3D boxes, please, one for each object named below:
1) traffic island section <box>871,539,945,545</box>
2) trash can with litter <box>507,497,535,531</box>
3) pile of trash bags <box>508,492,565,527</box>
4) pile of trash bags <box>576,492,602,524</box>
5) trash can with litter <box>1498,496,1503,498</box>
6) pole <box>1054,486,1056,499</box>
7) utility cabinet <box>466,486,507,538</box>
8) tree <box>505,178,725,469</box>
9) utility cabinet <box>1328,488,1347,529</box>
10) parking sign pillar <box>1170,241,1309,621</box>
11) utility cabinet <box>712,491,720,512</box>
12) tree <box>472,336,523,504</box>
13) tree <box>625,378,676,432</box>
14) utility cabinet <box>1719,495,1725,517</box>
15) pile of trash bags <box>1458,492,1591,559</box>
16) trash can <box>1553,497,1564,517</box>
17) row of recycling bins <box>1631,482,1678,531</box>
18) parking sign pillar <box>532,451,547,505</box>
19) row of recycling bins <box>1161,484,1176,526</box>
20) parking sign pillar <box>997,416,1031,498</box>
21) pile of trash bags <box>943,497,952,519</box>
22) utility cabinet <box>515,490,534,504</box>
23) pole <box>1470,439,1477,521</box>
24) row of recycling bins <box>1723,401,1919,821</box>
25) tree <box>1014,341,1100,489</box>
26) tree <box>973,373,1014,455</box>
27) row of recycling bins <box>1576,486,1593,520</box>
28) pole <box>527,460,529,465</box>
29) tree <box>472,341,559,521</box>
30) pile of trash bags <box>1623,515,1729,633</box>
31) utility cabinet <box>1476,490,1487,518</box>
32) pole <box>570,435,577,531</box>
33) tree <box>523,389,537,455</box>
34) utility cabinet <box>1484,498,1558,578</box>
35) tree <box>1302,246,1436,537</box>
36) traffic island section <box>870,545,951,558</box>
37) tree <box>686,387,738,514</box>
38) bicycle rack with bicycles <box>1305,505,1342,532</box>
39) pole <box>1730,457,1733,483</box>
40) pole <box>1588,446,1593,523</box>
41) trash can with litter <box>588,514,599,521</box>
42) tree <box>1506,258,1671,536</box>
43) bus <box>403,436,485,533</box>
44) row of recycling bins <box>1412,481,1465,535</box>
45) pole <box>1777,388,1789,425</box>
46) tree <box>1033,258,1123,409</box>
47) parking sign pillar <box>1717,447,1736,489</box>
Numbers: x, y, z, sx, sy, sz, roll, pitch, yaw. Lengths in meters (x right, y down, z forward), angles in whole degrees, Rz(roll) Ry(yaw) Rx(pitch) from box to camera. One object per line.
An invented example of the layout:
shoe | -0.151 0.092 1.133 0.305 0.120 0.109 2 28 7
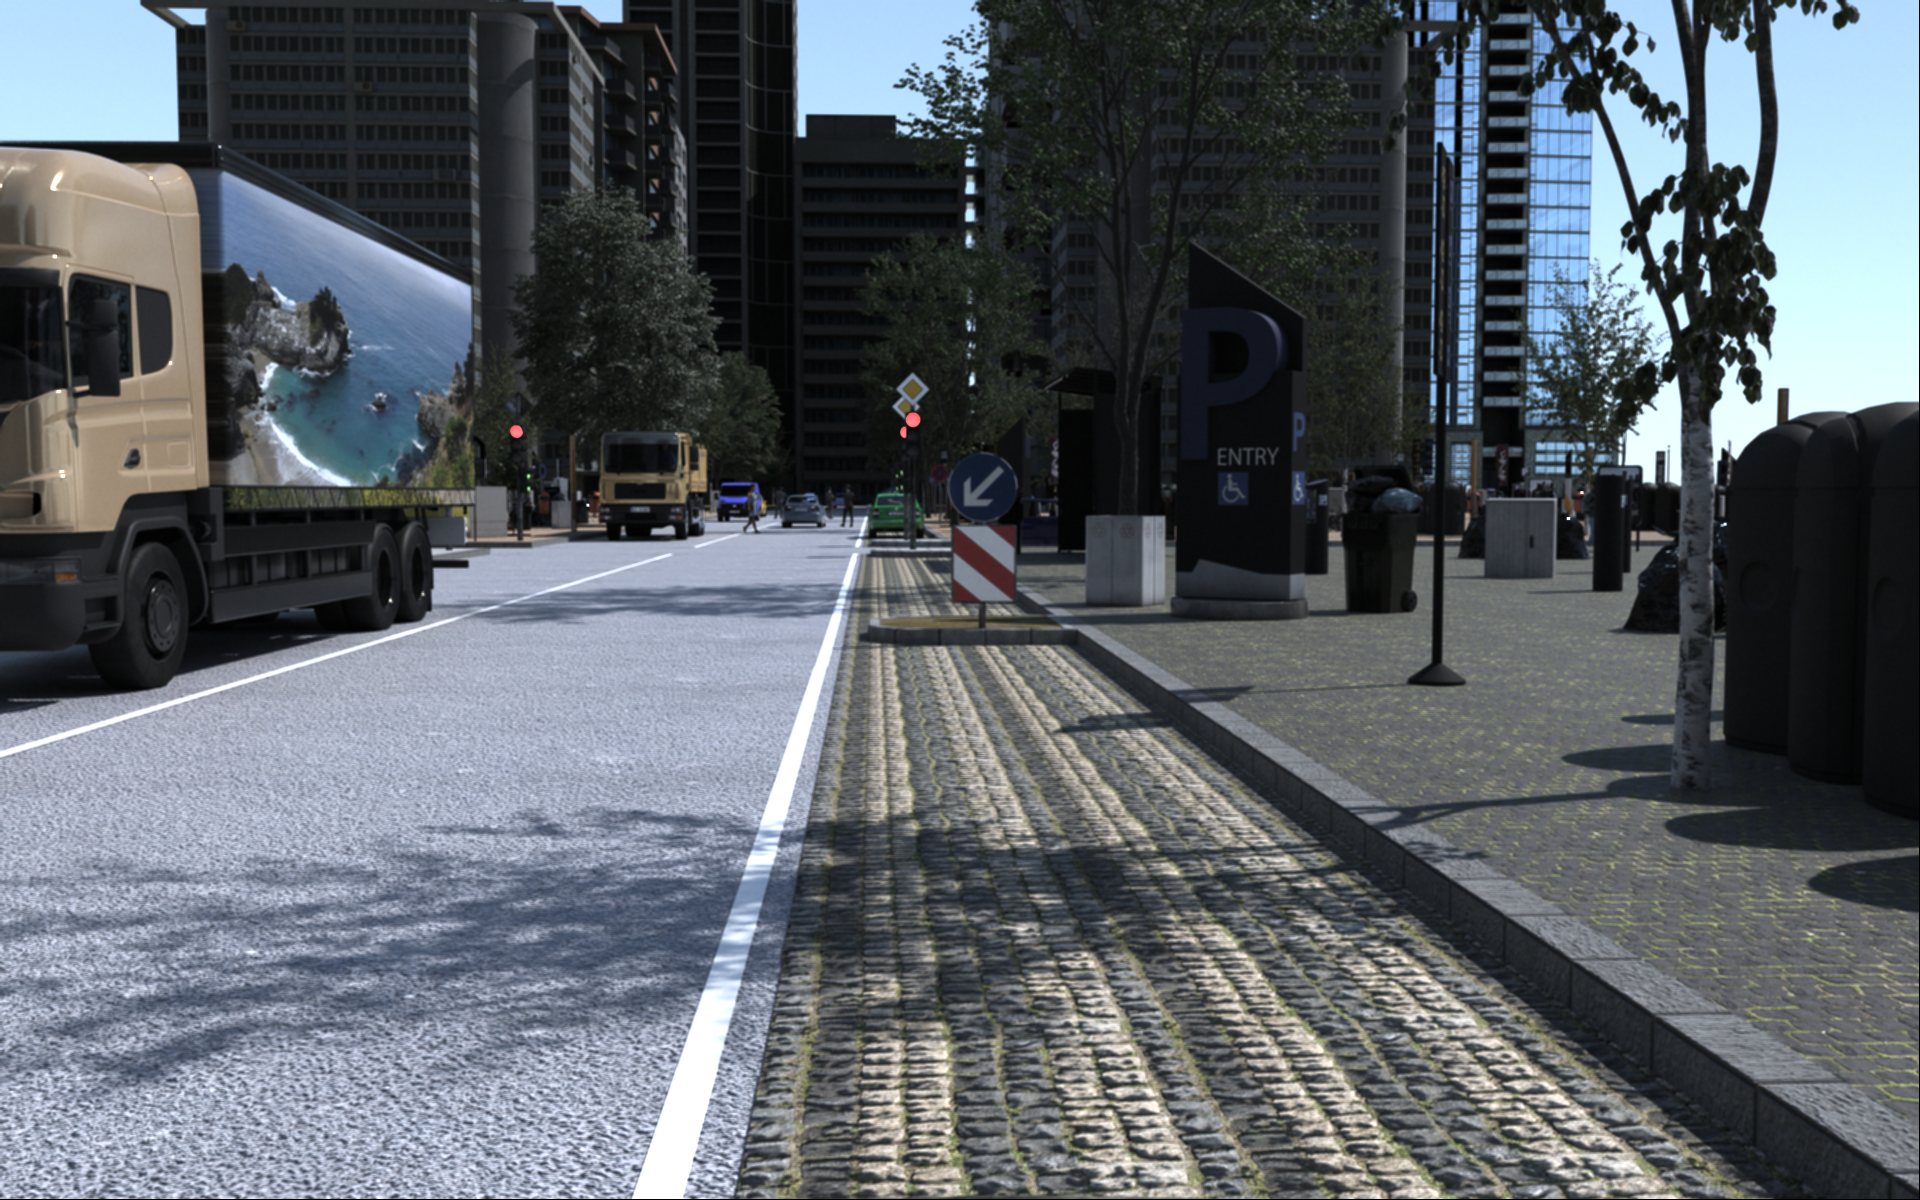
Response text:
traffic island section | -1.466 -1.578 48.088 2.009 0.180 2.903 0 4 -3
trash can with litter | -15.543 -3.030 60.934 1.055 1.170 0.624 -3 4 -37
pile of trash bags | -16.809 -3.611 68.795 1.912 1.369 3.447 -2 4 -26
pile of trash bags | -16.730 -3.994 75.057 3.447 1.369 1.912 3 4 38
trash can with litter | 26.112 -4.403 83.044 2.233 1.210 1.678 2 4 33
pole | 4.342 -5.266 79.940 0.158 3.312 0.155 0 3 0
utility cabinet | -13.870 -2.570 50.694 1.173 1.500 0.318 -3 5 -42
tree | -13.752 -10.004 70.226 9.857 13.997 8.962 0 3 0
utility cabinet | 13.486 -3.291 62.493 1.173 1.500 0.318 2 4 30
parking sign pillar | 2.944 -1.815 18.142 1.447 3.967 1.447 2 4 33
utility cabinet | -16.780 -6.818 120.151 0.318 1.500 1.173 3 4 37
tree | -22.511 -7.765 77.317 4.360 8.622 3.978 0 3 0
tree | -19.541 -9.616 107.590 4.360 8.622 3.978 0 3 0
utility cabinet | 33.773 -4.056 77.479 0.306 1.237 1.020 -2 4 -34
pile of trash bags | 11.869 -1.526 34.700 3.447 1.369 1.912 -1 4 -18
trash can | 26.829 -4.067 78.151 0.748 1.137 0.748 0 3 0
row of recycling bins | 24.391 -3.257 60.372 1.069 1.692 3.534 -2 4 -30
parking sign pillar | -26.667 -7.424 109.851 1.447 3.967 1.447 1 4 9
row of recycling bins | 8.193 -3.919 71.192 1.069 1.692 3.534 -1 4 -14
parking sign pillar | 1.882 -4.399 60.396 1.447 3.967 1.447 -3 5 -41
pile of trash bags | -0.007 -4.834 88.781 1.912 1.369 3.447 1 4 12
utility cabinet | -23.035 -5.075 91.648 1.173 1.500 0.318 3 4 38
pole | 19.213 -4.338 64.768 0.158 3.312 0.155 0 3 0
row of recycling bins | 4.231 -0.015 7.351 1.069 1.692 3.534 0 4 3
tree | 5.022 -8.156 83.705 4.737 8.622 4.395 0 3 0
tree | 2.573 -9.271 101.943 4.737 8.622 4.395 0 3 0
row of recycling bins | 30.944 -4.687 83.737 1.069 1.692 3.534 -1 4 -11
pole | -25.862 -6.711 103.574 0.158 3.312 0.155 0 3 0
tree | -21.491 -8.101 82.821 4.737 8.622 4.395 0 3 0
pile of trash bags | 8.103 -0.429 16.767 3.447 1.369 1.912 -3 4 -37
utility cabinet | 26.570 -4.870 88.309 0.318 1.500 1.173 0 4 -1
pole | -13.368 -4.038 59.870 0.158 3.312 0.155 0 3 0
tree | -29.850 -10.064 114.914 4.360 8.622 3.978 0 3 0
utility cabinet | 8.638 -0.950 26.689 1.020 1.237 0.306 2 4 29
tree | 11.280 -6.187 51.519 4.737 8.622 4.395 0 3 0
traffic island section | -1.067 -1.091 40.113 2.009 0.180 2.903 0 4 -3
tree | -16.656 -10.009 114.002 4.737 8.622 4.395 0 3 0
bicycle rack with bicycles | 12.092 -2.738 58.152 2.925 0.926 2.852 -1 4 -13
pole | 42.250 -6.190 95.046 0.158 3.312 0.155 0 3 0
pole | 26.854 -4.896 73.887 0.158 3.312 0.155 0 3 0
trash can with litter | -16.800 -4.407 83.109 1.678 1.210 2.233 -1 4 -10
tree | 19.131 -6.297 53.318 4.737 8.622 4.395 0 3 0
bus | -18.423 -3.178 43.513 12.252 3.916 2.896 0 4 -4
row of recycling bins | 15.381 -2.952 55.380 1.069 1.692 3.534 0 4 2
pole | 15.838 -2.420 33.408 0.158 3.312 0.155 0 3 0
tree | 4.649 -6.225 52.149 4.360 8.622 3.978 0 3 0
parking sign pillar | 44.073 -6.788 99.460 1.447 3.967 1.447 -1 4 -16
